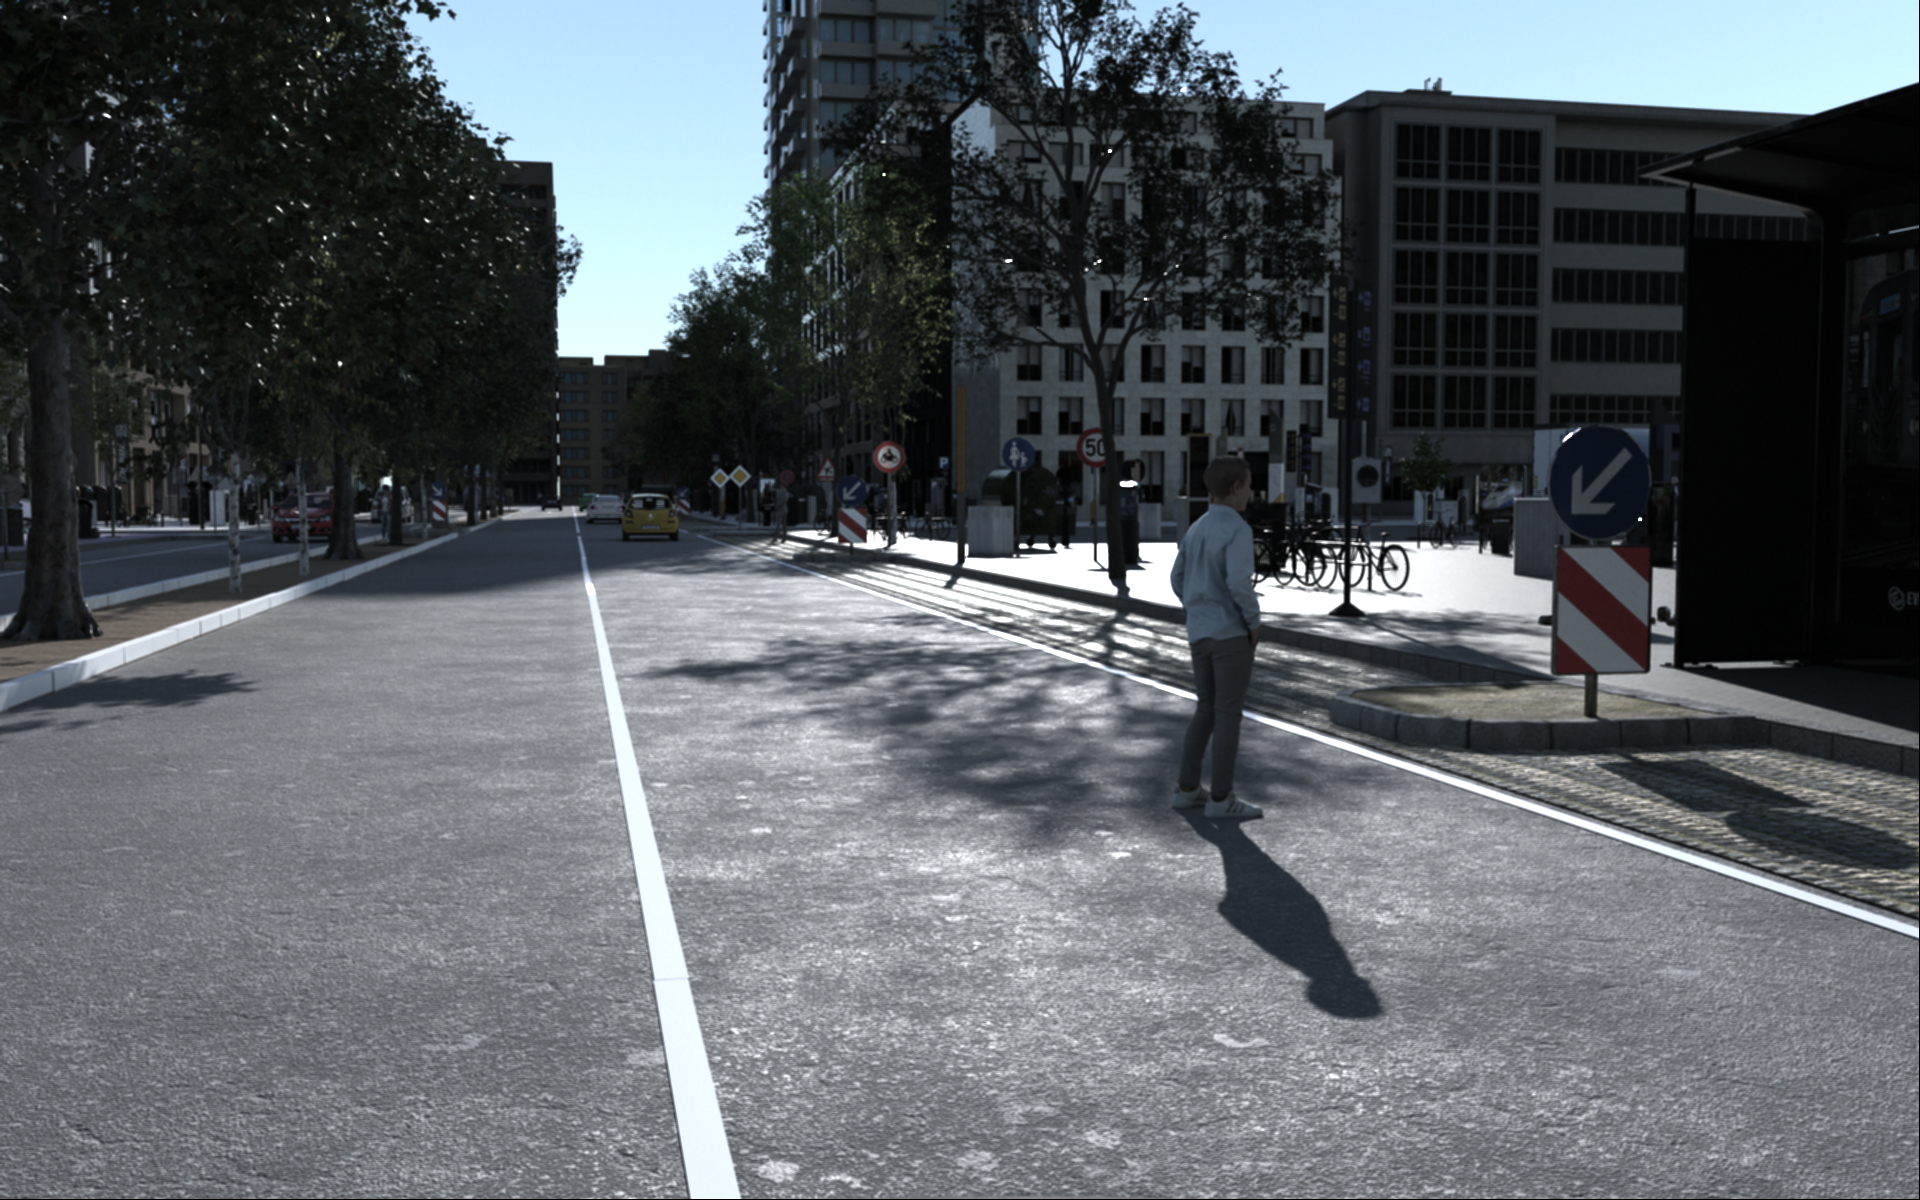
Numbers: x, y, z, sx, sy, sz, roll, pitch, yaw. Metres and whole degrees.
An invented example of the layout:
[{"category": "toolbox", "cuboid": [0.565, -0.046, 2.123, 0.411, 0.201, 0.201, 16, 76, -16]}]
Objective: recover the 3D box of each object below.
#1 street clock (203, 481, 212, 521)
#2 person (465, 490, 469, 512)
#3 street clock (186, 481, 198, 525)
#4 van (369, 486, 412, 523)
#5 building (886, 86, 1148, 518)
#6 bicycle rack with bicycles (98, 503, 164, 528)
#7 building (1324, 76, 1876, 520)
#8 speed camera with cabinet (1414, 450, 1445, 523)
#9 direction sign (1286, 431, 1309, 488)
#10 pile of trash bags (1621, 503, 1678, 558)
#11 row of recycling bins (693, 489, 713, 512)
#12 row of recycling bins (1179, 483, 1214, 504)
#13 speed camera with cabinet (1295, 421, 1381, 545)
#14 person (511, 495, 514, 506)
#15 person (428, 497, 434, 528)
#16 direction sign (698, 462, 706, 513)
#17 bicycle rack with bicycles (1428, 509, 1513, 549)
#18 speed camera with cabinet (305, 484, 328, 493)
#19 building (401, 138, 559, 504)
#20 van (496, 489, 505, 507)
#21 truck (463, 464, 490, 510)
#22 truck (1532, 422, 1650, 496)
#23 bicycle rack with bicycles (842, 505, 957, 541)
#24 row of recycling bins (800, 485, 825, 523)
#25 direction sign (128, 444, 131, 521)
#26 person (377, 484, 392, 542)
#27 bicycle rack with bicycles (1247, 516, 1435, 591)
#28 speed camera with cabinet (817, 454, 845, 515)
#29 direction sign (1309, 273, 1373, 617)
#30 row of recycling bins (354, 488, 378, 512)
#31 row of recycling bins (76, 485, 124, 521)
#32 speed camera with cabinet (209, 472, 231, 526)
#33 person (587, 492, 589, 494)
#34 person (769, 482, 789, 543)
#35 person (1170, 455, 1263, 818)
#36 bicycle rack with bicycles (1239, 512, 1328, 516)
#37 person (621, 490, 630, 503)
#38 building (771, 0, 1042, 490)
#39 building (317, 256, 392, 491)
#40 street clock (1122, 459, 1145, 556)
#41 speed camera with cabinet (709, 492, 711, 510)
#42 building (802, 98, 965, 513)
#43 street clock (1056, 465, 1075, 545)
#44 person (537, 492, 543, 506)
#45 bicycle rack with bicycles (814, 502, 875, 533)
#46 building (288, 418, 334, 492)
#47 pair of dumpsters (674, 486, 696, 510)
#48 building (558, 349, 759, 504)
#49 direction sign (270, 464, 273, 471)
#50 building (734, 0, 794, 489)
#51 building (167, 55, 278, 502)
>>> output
[{"category": "street clock", "cuboid": [-36.187, -4.814, 83.283, 0.358, 2.002, 0.471, 3, 4, 36]}, {"category": "person", "cuboid": [-38.683, -7.797, 136.160, 0.592, 1.802, 0.473, -2, 4, -35]}, {"category": "street clock", "cuboid": [-31.899, -4.122, 71.963, 0.471, 2.002, 0.358, -1, 4, -17]}, {"category": "van", "cuboid": [-28.179, -4.821, 85.831, 2.013, 2.044, 4.112, -1, 4, -13]}, {"category": "building", "cuboid": [3.053, -16.703, 102.764, 12.332, 23.373, 15.834, -1, 4, -13]}, {"category": "bicycle rack with bicycles", "cuboid": [-32.157, -3.304, 67.395, 2.852, 0.926, 2.925, -1, 4, -22]}, {"category": "building", "cuboid": [32.144, -16.783, 93.469, 30.058, 24.678, 14.314, -1, 4, -13]}, {"category": "speed camera with cabinet", "cuboid": [20.993, -5.080, 77.393, 0.660, 3.252, 2.038, 3, 4, 38]}, {"category": "direction sign", "cuboid": [12.075, -4.269, 61.790, 0.876, 3.537, 0.379, 0, 4, 2]}, {"category": "pile of trash bags", "cuboid": [13.852, -1.443, 33.344, 1.912, 1.369, 3.447, 2, 4, 31]}, {"category": "row of recycling bins", "cuboid": [-19.436, -7.536, 130.324, 1.069, 1.692, 3.534, -1, 4, -15]}, {"category": "row of recycling bins", "cuboid": [8.092, -3.089, 57.617, 1.069, 1.692, 3.534, 0, 4, -6]}, {"category": "speed camera with cabinet", "cuboid": [9.519, -3.015, 43.636, 2.038, 3.252, 0.660, 0, 4, -1]}, {"category": "person", "cuboid": [-54.478, -12.342, 210.157, 0.709, 1.838, 0.599, 1, 4, 11]}, {"category": "person", "cuboid": [-20.876, -3.607, 68.479, 0.512, 1.701, 0.522, 2, 4, 28]}, {"category": "direction sign", "cuboid": [-17.642, -7.729, 118.372, 0.876, 3.537, 0.379, 3, 5, 45]}, {"category": "bicycle rack with bicycles", "cuboid": [12.224, -1.697, 41.123, 2.852, 0.926, 2.925, 2, 4, 34]}, {"category": "speed camera with cabinet", "cuboid": [-40.690, -6.984, 108.521, 2.038, 3.252, 0.660, 0, 4, -3]}, {"category": "building", "cuboid": [-66.367, -37.570, 237.976, 21.600, 48.544, 21.300, -1, 4, -13]}, {"category": "van", "cuboid": [-52.329, -11.643, 194.754, 2.240, 2.365, 5.245, -1, 4, -14]}, {"category": "truck", "cuboid": [-44.160, -10.363, 159.200, 2.967, 4.110, 18.799, -1, 4, -14]}, {"category": "truck", "cuboid": [28.822, -4.970, 70.171, 11.283, 4.237, 2.839, -1, 4, -14]}, {"category": "bicycle rack with bicycles", "cuboid": [-1.392, -2.145, 48.450, 2.852, 0.926, 2.925, 2, 4, 27]}, {"category": "row of recycling bins", "cuboid": [-6.790, -4.348, 78.211, 1.069, 1.692, 3.534, -1, 4, -13]}, {"category": "direction sign", "cuboid": [-37.801, -5.309, 78.795, 0.379, 3.537, 0.876, -2, 4, -30]}, {"category": "person", "cuboid": [-17.219, -2.611, 52.030, 0.563, 1.720, 0.643, 0, 4, -2]}, {"category": "bicycle rack with bicycles", "cuboid": [4.430, -0.634, 23.748, 2.852, 0.926, 2.925, -1, 4, -15]}, {"category": "speed camera with cabinet", "cuboid": [-6.354, -5.552, 85.117, 0.660, 3.252, 2.038, -2, 4, -31]}, {"category": "direction sign", "cuboid": [4.088, -1.602, 18.195, 0.379, 3.537, 0.876, 3, 5, 41]}, {"category": "row of recycling bins", "cuboid": [-42.501, -7.095, 123.111, 3.534, 1.692, 1.069, 1, 4, 13]}, {"category": "row of recycling bins", "cuboid": [-40.641, -4.520, 81.014, 1.069, 1.692, 3.534, 1, 4, 15]}, {"category": "speed camera with cabinet", "cuboid": [-29.920, -4.644, 70.272, 0.660, 3.252, 2.038, -1, 4, -11]}, {"category": "person", "cuboid": [-44.131, -11.979, 205.069, 1.217, 1.735, 0.721, 2, 4, 28]}, {"category": "person", "cuboid": [-5.279, -2.551, 50.483, 0.573, 1.790, 0.520, 0, 4, -5]}, {"category": "person", "cuboid": [1.172, 0.159, 7.711, 0.330, 1.601, 0.589, -1, 4, -16]}, {"category": "bicycle rack with bicycles", "cuboid": [6.846, -1.320, 34.971, 2.852, 0.926, 2.925, -2, 4, -27]}, {"category": "person", "cuboid": [-31.794, -9.540, 164.463, 0.705, 1.826, 1.348, 3, 4, 36]}, {"category": "building", "cuboid": [-5.600, -33.216, 162.696, 23.786, 49.044, 30.456, -1, 4, -13]}, {"category": "building", "cuboid": [-92.810, -37.528, 233.186, 30.456, 49.044, 23.786, -1, 4, -13]}, {"category": "street clock", "cuboid": [3.569, -1.899, 35.621, 0.471, 2.002, 0.358, -3, 5, -42]}, {"category": "speed camera with cabinet", "cuboid": [-18.927, -8.656, 135.867, 2.038, 3.252, 0.660, 0, 4, -3]}, {"category": "building", "cuboid": [0.133, -19.759, 127.582, 19.350, 26.468, 34.151, -1, 4, -13]}, {"category": "street clock", "cuboid": [2.659, -2.393, 43.696, 0.471, 2.002, 0.358, 0, 4, -2]}, {"category": "person", "cuboid": [-51.469, -12.388, 211.984, 0.756, 1.711, 0.436, 2, 4, 32]}, {"category": "bicycle rack with bicycles", "cuboid": [-3.071, -2.639, 56.525, 2.852, 0.926, 2.925, -3, 4, -36]}, {"category": "building", "cuboid": [-80.140, -20.455, 179.472, 28.899, 21.520, 27.650, -1, 4, -13]}, {"category": "pair of dumpsters", "cuboid": [-21.744, -8.234, 137.114, 1.574, 2.255, 4.437, -1, 4, -13]}, {"category": "building", "cuboid": [-42.441, -24.614, 247.480, 28.899, 21.520, 27.650, -1, 4, -13]}, {"category": "direction sign", "cuboid": [-44.843, -7.345, 112.089, 0.876, 3.537, 0.379, 1, 4, 8]}, {"category": "building", "cuboid": [-13.135, -53.756, 191.586, 22.319, 86.520, 31.000, -1, 4, -13]}, {"category": "building", "cuboid": [-69.016, -50.866, 144.336, 22.319, 86.520, 31.000, -1, 4, -13]}]
